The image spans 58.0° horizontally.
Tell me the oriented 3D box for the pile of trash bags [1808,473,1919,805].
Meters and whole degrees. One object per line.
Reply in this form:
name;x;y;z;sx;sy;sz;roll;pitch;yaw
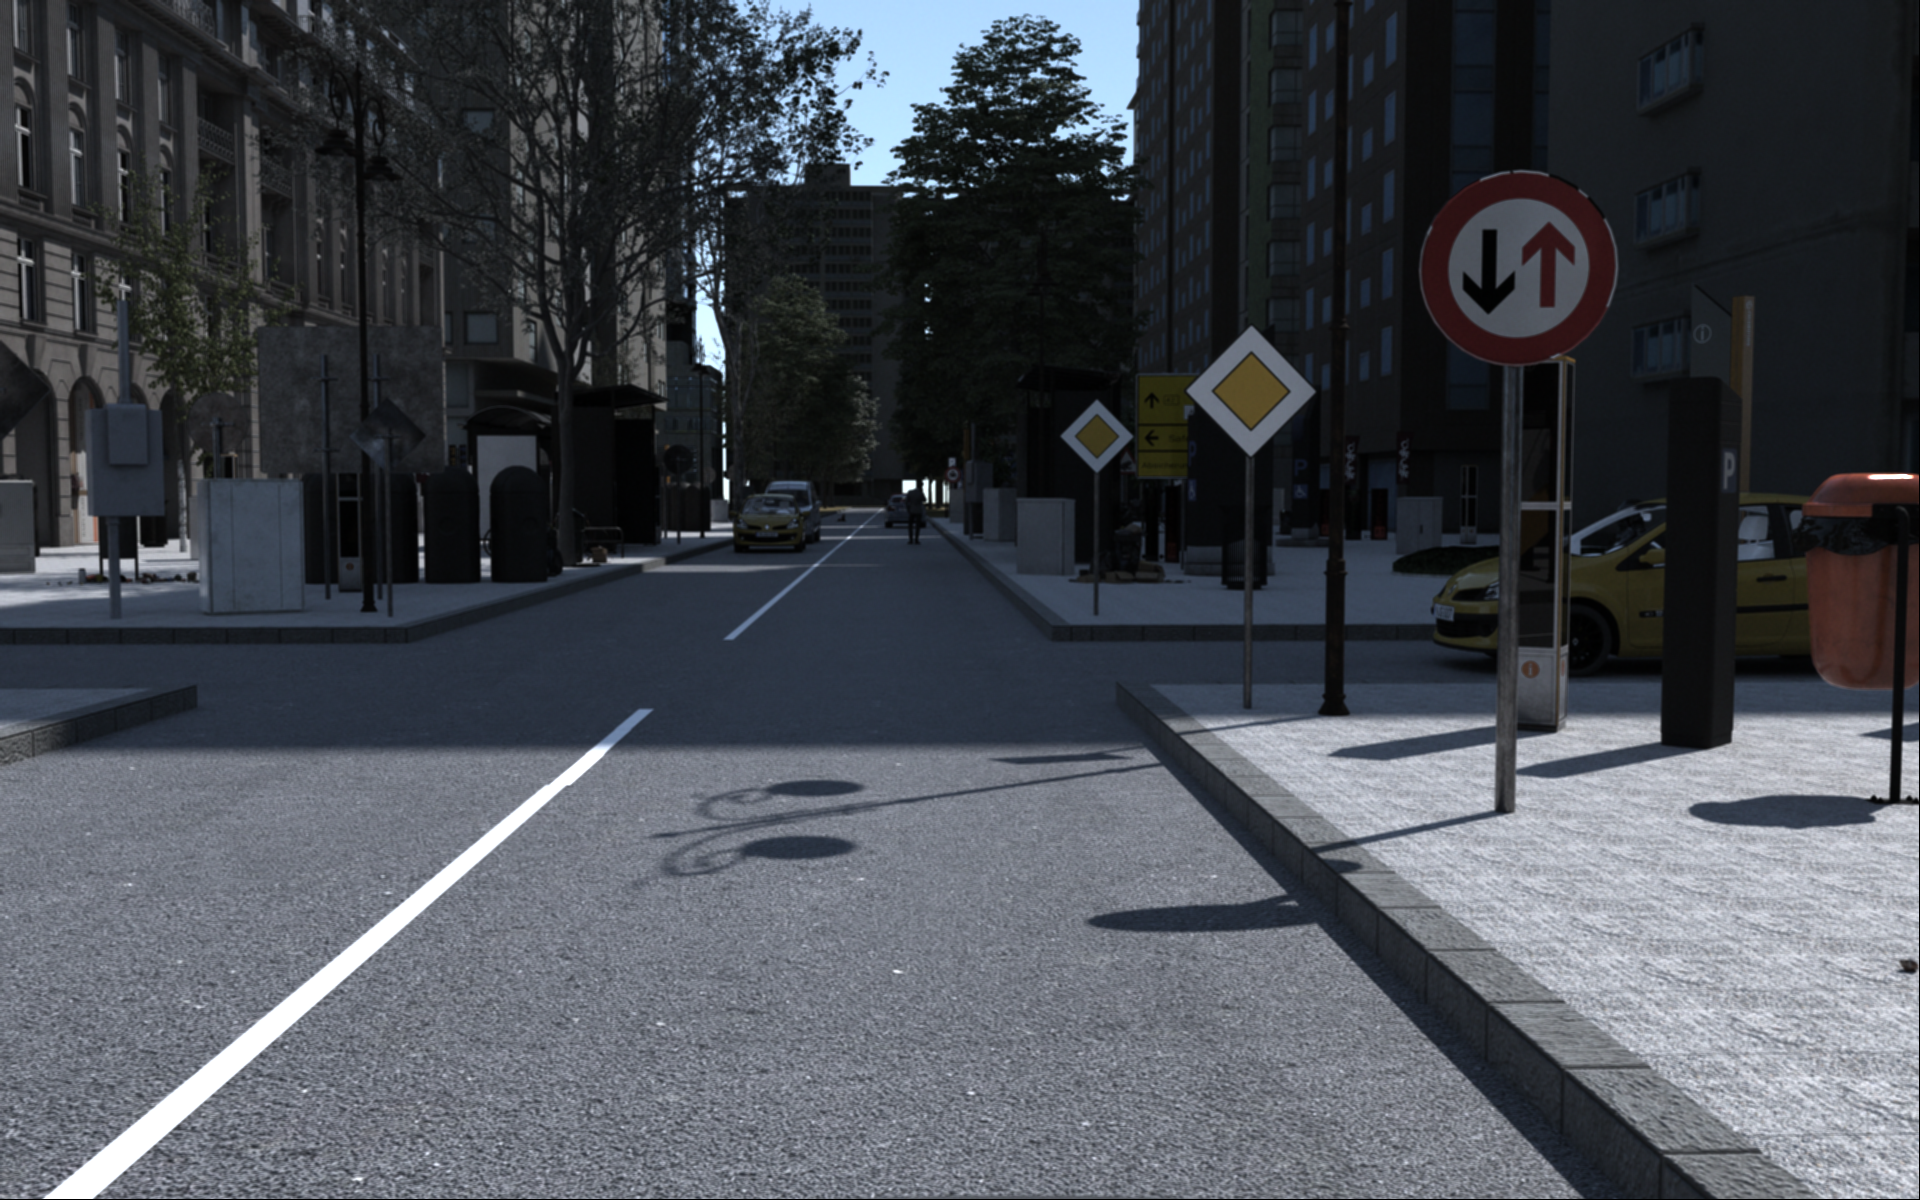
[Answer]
pile of trash bags;5.310;0.150;7.301;3.447;1.369;1.912;0;4;4

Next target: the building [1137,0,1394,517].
building;19.957;-28.598;117.690;14.600;45.320;14.200;0;4;-2

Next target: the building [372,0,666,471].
building;-38.602;-33.644;139.321;27.495;52.752;28.713;0;4;-2

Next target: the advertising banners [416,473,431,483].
advertising banners;-13.524;-2.771;41.492;2.074;3.025;0.090;-3;5;-41

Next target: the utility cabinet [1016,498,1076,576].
utility cabinet;1.368;-1.005;27.599;0.306;1.237;1.020;-3;5;-45

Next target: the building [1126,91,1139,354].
building;35.197;-37.714;205.854;27.495;52.752;28.713;0;4;-2

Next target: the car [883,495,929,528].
car;-2.331;-3.841;74.806;2.014;1.417;4.499;0;4;0

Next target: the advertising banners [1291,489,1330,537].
advertising banners;10.942;-3.401;51.796;2.074;3.025;0.090;0;4;-5

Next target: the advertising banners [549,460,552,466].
advertising banners;-21.769;-5.720;89.702;2.074;3.025;0.090;0;4;4

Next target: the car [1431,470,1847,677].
car;5.957;-0.252;14.339;3.980;1.641;2.015;0;4;-2

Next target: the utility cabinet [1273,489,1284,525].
utility cabinet;12.711;-3.817;71.083;1.173;1.500;0.318;3;5;41

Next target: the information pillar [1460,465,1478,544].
information pillar;12.978;-2.426;44.162;0.304;2.012;0.304;-1;4;-13

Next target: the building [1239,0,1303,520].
building;20.636;-24.466;83.610;14.154;41.232;14.086;0;4;-2

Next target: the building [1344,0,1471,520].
building;20.738;-27.730;103.502;14.600;45.320;14.200;0;4;-2

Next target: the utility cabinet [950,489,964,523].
utility cabinet;0.105;-4.158;76.657;1.173;1.500;0.318;3;4;36

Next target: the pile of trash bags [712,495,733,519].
pile of trash bags;-11.991;-4.900;89.871;3.447;1.369;1.912;-3;4;-36

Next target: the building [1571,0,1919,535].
building;26.033;-25.492;40.500;21.600;48.544;21.300;0;4;-2

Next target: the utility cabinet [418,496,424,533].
utility cabinet;-17.926;-2.794;56.848;1.020;1.237;0.306;2;4;34

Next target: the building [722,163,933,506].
building;-15.773;-31.461;206.262;23.993;40.220;32.217;0;4;-2

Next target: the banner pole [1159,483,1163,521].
banner pole;9.676;-5.704;83.277;0.401;3.779;0.863;1;4;16

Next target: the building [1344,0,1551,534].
building;20.684;-25.154;61.372;14.600;45.320;14.200;0;4;-2

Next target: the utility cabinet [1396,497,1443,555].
utility cabinet;9.615;-1.537;36.297;0.306;1.237;1.020;-2;4;-33

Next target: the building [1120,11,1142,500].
building;22.653;-50.546;139.097;22.319;86.520;31.000;0;4;-2

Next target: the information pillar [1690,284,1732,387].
information pillar;8.321;-1.706;19.251;0.183;3.616;0.504;-3;4;-38

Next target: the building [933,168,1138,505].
building;8.423;-31.550;207.726;23.993;40.220;32.217;0;4;-2

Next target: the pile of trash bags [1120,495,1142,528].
pile of trash bags;3.004;-2.144;44.811;1.912;1.369;3.447;-3;5;-40

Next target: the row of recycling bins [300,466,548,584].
row of recycling bins;-7.782;-1.102;25.130;3.534;1.692;1.069;0;4;-6

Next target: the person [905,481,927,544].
person;-1.277;-2.507;49.673;0.592;1.802;0.473;1;4;20

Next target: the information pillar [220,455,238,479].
information pillar;-13.645;-1.702;32.317;0.304;2.012;0.304;-1;4;-12

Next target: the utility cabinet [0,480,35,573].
utility cabinet;-15.462;-1.162;27.670;1.173;1.500;0.318;-2;4;-29

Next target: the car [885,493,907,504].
car;-3.454;-5.792;103.744;2.155;1.783;4.494;0;4;-1

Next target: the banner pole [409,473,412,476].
banner pole;-14.303;-3.315;44.215;0.401;3.779;0.863;2;4;33

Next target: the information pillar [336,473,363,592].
information pillar;-7.980;-1.112;22.679;0.304;2.012;0.304;-1;4;-11

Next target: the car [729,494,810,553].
car;-4.775;-2.048;43.705;2.015;1.641;3.980;0;4;-3

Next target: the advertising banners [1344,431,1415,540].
advertising banners;11.679;-3.188;48.305;2.074;3.025;0.090;-1;4;-9

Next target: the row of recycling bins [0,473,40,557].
row of recycling bins;-19.126;-1.653;34.136;1.069;1.692;3.534;0;4;-7

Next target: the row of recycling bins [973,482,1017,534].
row of recycling bins;1.694;-3.078;57.441;1.069;1.692;3.534;3;5;41

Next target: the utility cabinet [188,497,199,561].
utility cabinet;-14.757;-1.380;33.721;0.306;1.237;1.020;-2;4;-33

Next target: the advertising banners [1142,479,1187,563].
advertising banners;3.959;-2.211;32.339;0.090;3.025;2.074;-2;4;-24

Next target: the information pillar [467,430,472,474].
information pillar;-14.107;-3.610;50.379;0.183;3.616;0.504;2;4;24

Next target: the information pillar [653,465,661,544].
information pillar;-7.890;-2.444;44.452;0.304;2.012;0.304;1;4;22

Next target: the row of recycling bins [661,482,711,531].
row of recycling bins;-9.803;-3.289;60.888;1.069;1.692;3.534;-2;4;-33

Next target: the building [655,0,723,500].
building;-43.350;-54.142;197.894;31.000;86.520;22.319;0;4;-2
